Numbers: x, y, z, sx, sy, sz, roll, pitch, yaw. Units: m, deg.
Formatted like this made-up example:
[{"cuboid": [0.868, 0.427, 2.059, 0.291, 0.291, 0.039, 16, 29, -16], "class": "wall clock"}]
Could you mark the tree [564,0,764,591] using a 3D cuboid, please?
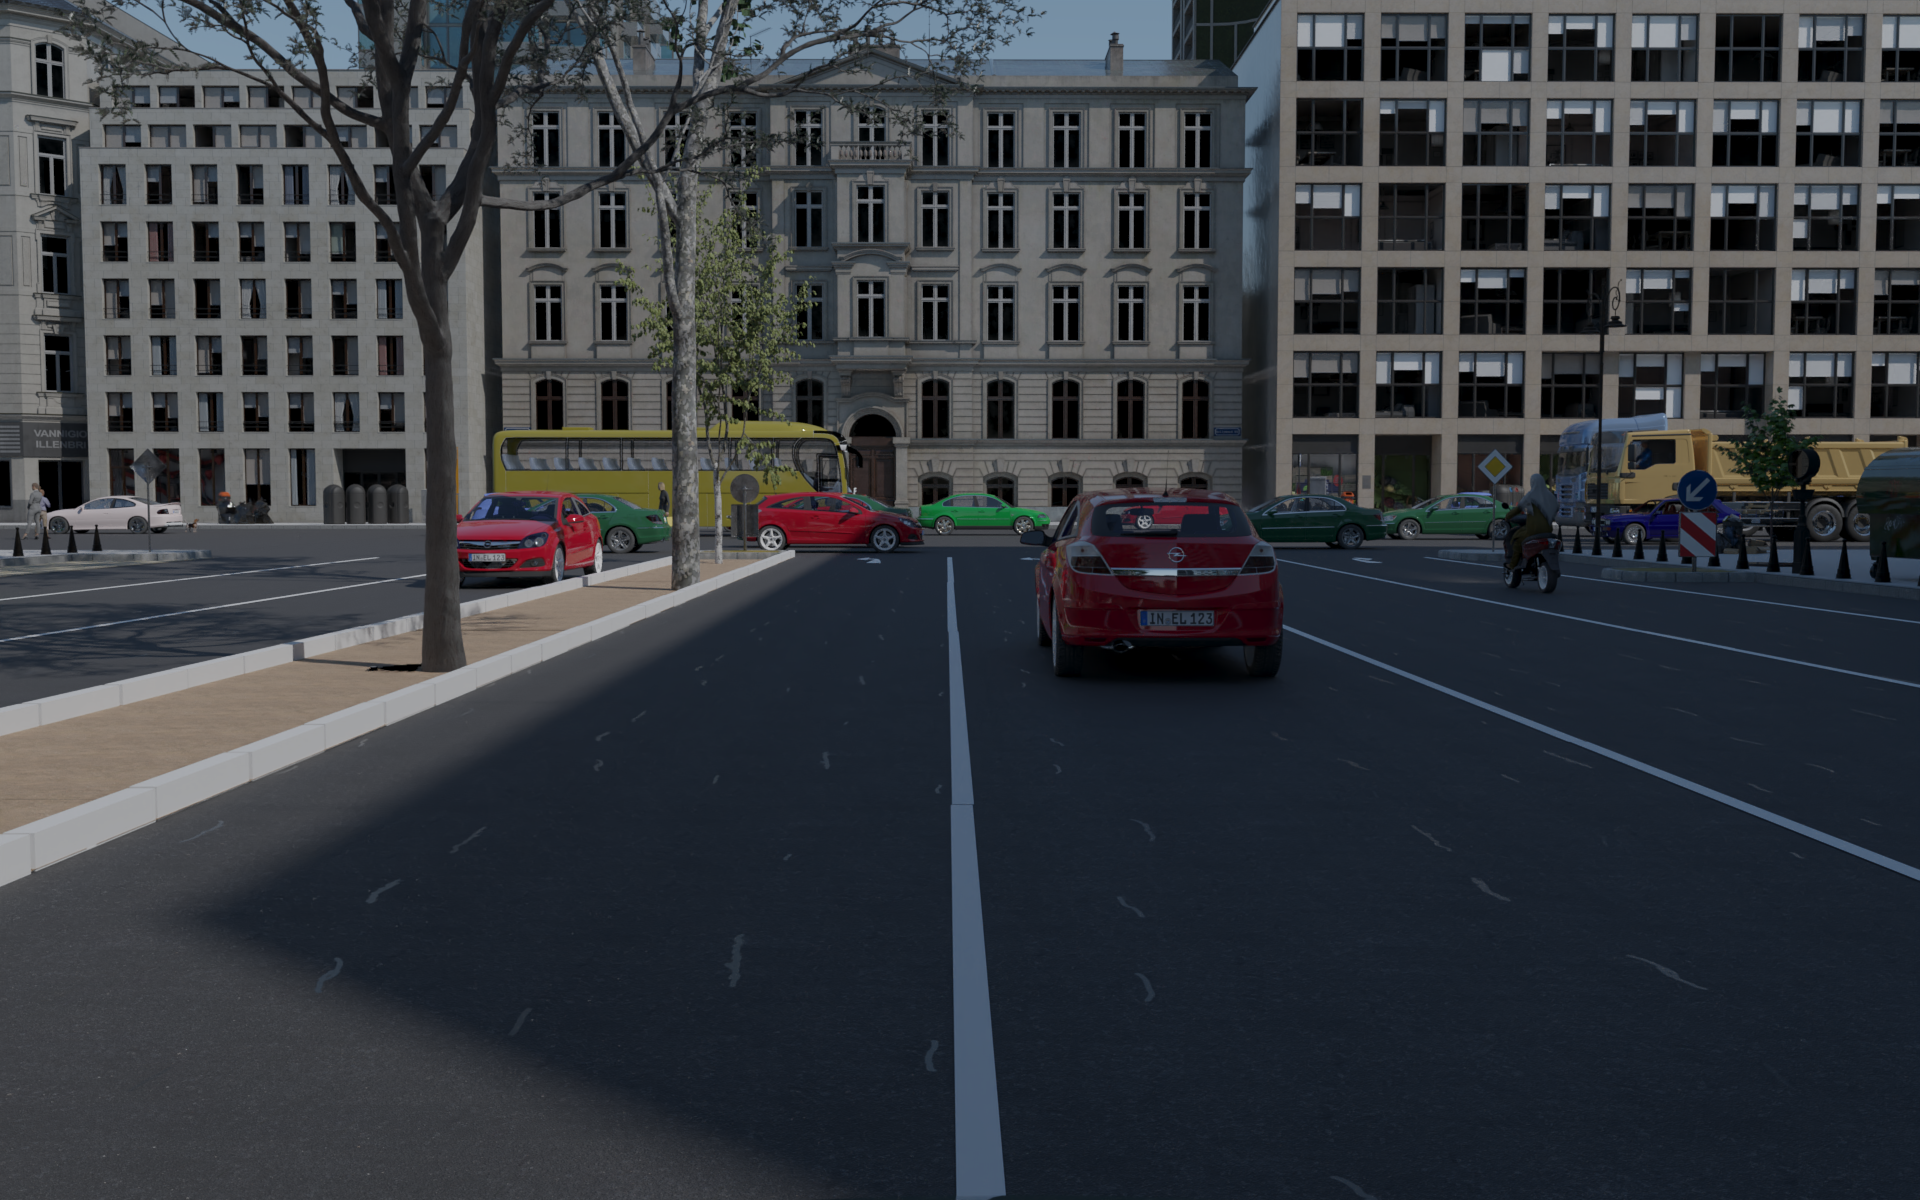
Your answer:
[{"cuboid": [-5.281, -10.246, 25.876, 12.611, 20.169, 13.585, 0, 3, 0], "class": "tree"}]

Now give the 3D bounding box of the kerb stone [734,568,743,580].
[{"cuboid": [-3.750, -0.397, 28.701, 0.120, 0.150, 1.000, 0, 4, 0], "class": "kerb stone"}]

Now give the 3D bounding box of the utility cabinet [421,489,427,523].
[{"cuboid": [-22.789, -4.061, 75.071, 1.173, 1.500, 0.318, 2, 4, 23], "class": "utility cabinet"}]

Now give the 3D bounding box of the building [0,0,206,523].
[{"cuboid": [-60.725, -18.794, 83.690, 44.131, 29.872, 17.030, 0, 4, 0], "class": "building"}]

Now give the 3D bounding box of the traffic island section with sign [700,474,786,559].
[{"cuboid": [-4.872, -1.863, 38.605, 2.006, 1.907, 1.989, 0, 4, 0], "class": "traffic island section with sign"}]

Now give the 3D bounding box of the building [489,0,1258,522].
[{"cuboid": [-4.013, -16.183, 83.678, 34.723, 24.649, 14.460, 0, 4, 0], "class": "building"}]

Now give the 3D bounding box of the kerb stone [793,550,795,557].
[{"cuboid": [-3.827, -1.030, 39.033, 0.120, 0.150, 1.000, 0, 4, 0], "class": "kerb stone"}]

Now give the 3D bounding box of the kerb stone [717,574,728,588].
[{"cuboid": [-3.732, -0.269, 26.644, 0.120, 0.150, 1.000, 0, 4, 0], "class": "kerb stone"}]

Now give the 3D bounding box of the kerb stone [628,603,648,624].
[{"cuboid": [-3.679, 0.173, 19.436, 0.120, 0.150, 1.000, 0, 4, 0], "class": "kerb stone"}]

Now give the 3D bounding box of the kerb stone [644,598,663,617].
[{"cuboid": [-3.682, 0.106, 20.463, 0.120, 0.150, 1.000, 0, 4, 0], "class": "kerb stone"}]

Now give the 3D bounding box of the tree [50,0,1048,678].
[{"cuboid": [-4.132, -6.153, 13.421, 12.009, 13.543, 11.850, 0, 3, 0], "class": "tree"}]

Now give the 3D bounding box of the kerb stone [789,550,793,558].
[{"cuboid": [-3.830, -0.963, 38.002, 0.120, 0.150, 1.000, 0, 4, 0], "class": "kerb stone"}]

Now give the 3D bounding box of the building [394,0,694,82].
[{"cuboid": [-40.825, -34.303, 180.468, 30.456, 49.044, 23.786, 0, 4, 0], "class": "building"}]

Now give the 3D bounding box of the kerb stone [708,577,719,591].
[{"cuboid": [-3.733, -0.205, 25.612, 0.120, 0.150, 1.000, 0, 4, 0], "class": "kerb stone"}]

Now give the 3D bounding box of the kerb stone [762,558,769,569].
[{"cuboid": [-3.779, -0.649, 32.831, 0.120, 0.150, 1.000, 0, 4, 0], "class": "kerb stone"}]

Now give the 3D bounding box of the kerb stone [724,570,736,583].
[{"cuboid": [-3.746, -0.335, 27.671, 0.120, 0.150, 1.000, 0, 4, 0], "class": "kerb stone"}]

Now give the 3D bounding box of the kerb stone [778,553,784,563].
[{"cuboid": [-3.811, -0.841, 35.938, 0.120, 0.150, 1.000, 0, 4, 0], "class": "kerb stone"}]

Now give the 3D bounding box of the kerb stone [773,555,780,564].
[{"cuboid": [-3.793, -0.777, 34.911, 0.120, 0.150, 1.000, 0, 4, 0], "class": "kerb stone"}]

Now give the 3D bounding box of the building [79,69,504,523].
[{"cuboid": [-30.209, -13.867, 81.485, 16.860, 20.320, 10.420, 0, 4, 0], "class": "building"}]

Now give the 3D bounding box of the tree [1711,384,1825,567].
[{"cuboid": [14.513, -2.209, 30.719, 1.663, 3.219, 1.824, 0, 3, 0], "class": "tree"}]

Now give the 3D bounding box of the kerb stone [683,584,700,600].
[{"cuboid": [-3.707, -0.082, 23.547, 0.120, 0.150, 1.000, 0, 4, 0], "class": "kerb stone"}]

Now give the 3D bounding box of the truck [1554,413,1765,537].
[{"cuboid": [29.112, -4.210, 58.599, 18.799, 4.110, 2.967, 0, 4, -1], "class": "truck"}]

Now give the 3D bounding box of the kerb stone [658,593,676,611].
[{"cuboid": [-3.697, 0.045, 21.490, 0.120, 0.150, 1.000, 0, 4, 0], "class": "kerb stone"}]

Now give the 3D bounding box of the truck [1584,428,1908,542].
[{"cuboid": [23.247, -3.459, 52.479, 9.791, 3.379, 3.469, 0, 4, -2], "class": "truck"}]

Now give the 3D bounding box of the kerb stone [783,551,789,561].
[{"cuboid": [-3.813, -0.903, 36.970, 0.120, 0.150, 1.000, 0, 4, 0], "class": "kerb stone"}]

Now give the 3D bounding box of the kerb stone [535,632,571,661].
[{"cuboid": [-3.638, 0.420, 15.327, 0.120, 0.150, 1.000, 0, 4, 0], "class": "kerb stone"}]

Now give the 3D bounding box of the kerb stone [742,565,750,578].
[{"cuboid": [-3.758, -0.461, 29.728, 0.120, 0.150, 1.000, 0, 4, 0], "class": "kerb stone"}]

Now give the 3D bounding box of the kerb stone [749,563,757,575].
[{"cuboid": [-3.761, -0.519, 30.767, 0.120, 0.150, 1.000, 0, 4, 0], "class": "kerb stone"}]

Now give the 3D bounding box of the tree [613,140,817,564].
[{"cuboid": [-4.902, -5.026, 34.989, 4.737, 8.622, 4.395, 0, 3, 0], "class": "tree"}]

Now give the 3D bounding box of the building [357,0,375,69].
[{"cuboid": [-37.287, -32.379, 149.006, 23.786, 49.044, 30.456, 0, 4, 0], "class": "building"}]

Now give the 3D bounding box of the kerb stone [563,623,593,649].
[{"cuboid": [-3.650, 0.357, 16.354, 0.120, 0.150, 1.000, 0, 4, 0], "class": "kerb stone"}]

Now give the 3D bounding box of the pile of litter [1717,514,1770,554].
[{"cuboid": [16.930, -1.434, 37.412, 1.719, 0.858, 1.176, -1, 4, -12], "class": "pile of litter"}]

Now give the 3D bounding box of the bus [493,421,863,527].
[{"cuboid": [-9.457, -4.122, 58.948, 12.252, 3.916, 2.896, 0, 4, -2], "class": "bus"}]

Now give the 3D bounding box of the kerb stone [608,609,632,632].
[{"cuboid": [-3.663, 0.233, 18.409, 0.120, 0.150, 1.000, 0, 4, 0], "class": "kerb stone"}]

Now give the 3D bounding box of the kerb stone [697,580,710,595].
[{"cuboid": [-3.714, -0.146, 24.581, 0.120, 0.150, 1.000, 0, 4, 0], "class": "kerb stone"}]

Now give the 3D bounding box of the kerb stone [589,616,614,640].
[{"cuboid": [-3.652, 0.296, 17.382, 0.120, 0.150, 1.000, 0, 4, 0], "class": "kerb stone"}]

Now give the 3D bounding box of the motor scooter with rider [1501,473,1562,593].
[{"cuboid": [8.504, -1.022, 25.667, 0.876, 1.779, 1.986, 0, 4, -2], "class": "motor scooter with rider"}]

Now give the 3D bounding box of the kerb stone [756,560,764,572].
[{"cuboid": [-3.765, -0.587, 31.794, 0.120, 0.150, 1.000, 0, 4, 0], "class": "kerb stone"}]

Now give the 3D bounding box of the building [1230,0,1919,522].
[{"cuboid": [31.060, -17.248, 86.515, 34.151, 26.468, 19.350, 0, 4, 0], "class": "building"}]

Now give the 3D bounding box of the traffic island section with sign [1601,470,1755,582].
[{"cuboid": [11.952, -1.253, 29.117, 1.989, 1.847, 2.006, 0, 4, 0], "class": "traffic island section with sign"}]

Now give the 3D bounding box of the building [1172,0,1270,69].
[{"cuboid": [28.069, -43.773, 153.932, 20.563, 71.187, 20.611, 0, 4, 0], "class": "building"}]

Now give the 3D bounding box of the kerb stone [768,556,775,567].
[{"cuboid": [-3.786, -0.711, 33.874, 0.120, 0.150, 1.000, 0, 4, 0], "class": "kerb stone"}]

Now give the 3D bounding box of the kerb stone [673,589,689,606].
[{"cuboid": [-3.697, -0.014, 22.518, 0.120, 0.150, 1.000, 0, 4, 0], "class": "kerb stone"}]
